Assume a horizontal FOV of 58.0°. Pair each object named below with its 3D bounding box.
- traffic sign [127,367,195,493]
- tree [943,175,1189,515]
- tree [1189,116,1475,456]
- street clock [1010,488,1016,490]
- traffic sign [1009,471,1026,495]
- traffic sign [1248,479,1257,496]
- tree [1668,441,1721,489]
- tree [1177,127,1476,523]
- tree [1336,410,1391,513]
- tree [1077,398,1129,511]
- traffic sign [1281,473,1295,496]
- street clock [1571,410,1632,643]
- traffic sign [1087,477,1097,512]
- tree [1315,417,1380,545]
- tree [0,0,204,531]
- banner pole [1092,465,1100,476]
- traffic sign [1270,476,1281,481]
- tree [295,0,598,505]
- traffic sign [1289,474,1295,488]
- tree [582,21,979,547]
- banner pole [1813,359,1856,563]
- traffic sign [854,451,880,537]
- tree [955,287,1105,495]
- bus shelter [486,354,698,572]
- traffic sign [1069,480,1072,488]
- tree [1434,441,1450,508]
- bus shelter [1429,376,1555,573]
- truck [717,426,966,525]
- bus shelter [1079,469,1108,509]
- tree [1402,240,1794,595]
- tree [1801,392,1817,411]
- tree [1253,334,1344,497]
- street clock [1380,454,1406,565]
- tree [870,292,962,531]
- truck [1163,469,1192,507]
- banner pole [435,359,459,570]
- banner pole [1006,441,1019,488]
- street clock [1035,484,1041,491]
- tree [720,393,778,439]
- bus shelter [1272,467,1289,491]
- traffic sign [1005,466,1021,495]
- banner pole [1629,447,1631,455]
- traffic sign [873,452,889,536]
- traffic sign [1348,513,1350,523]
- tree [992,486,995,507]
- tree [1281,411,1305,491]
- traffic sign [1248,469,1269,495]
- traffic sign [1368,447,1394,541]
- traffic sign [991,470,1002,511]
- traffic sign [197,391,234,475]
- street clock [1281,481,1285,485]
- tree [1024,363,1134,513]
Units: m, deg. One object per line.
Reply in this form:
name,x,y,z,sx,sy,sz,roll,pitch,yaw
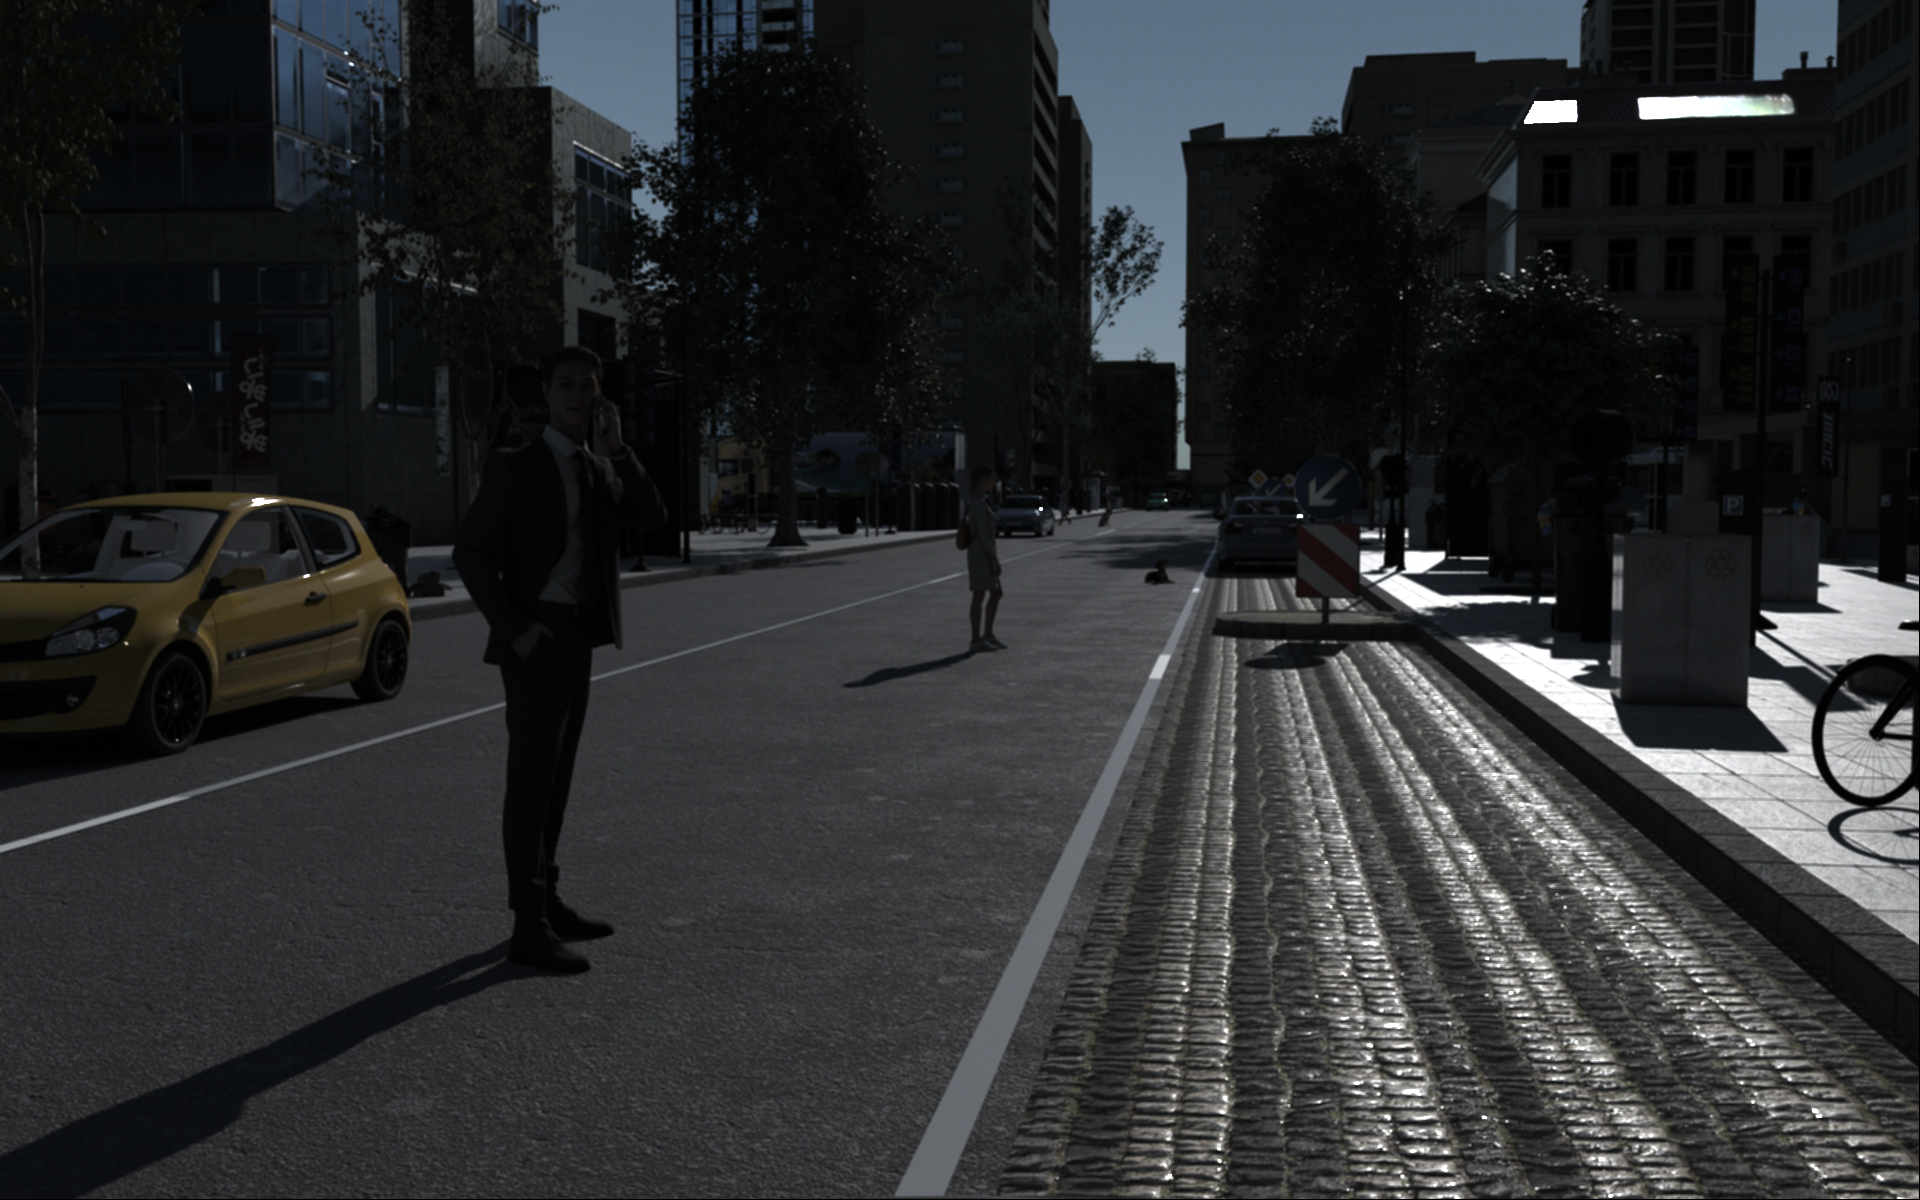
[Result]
traffic sign,-8.051,-1.060,17.435,0.768,2.556,0.104,1,4,12
tree,4.988,-15.218,104.701,12.611,20.169,13.585,0,3,0
tree,18.684,-14.012,84.993,12.611,20.169,13.585,0,3,0
street clock,3.811,-7.341,124.602,0.358,2.002,0.471,3,4,36
traffic sign,2.542,-4.474,76.784,0.795,2.450,0.064,1,4,9
traffic sign,12.850,-4.371,75.105,0.795,2.450,0.064,1,4,9
tree,22.812,-3.624,53.857,1.663,3.219,1.824,0,3,0
tree,11.743,-8.422,54.701,9.611,12.733,9.660,0,3,0
tree,26.412,-10.056,114.770,4.737,8.622,4.395,0,3,0
tree,10.527,-11.094,131.741,4.737,8.622,4.395,0,3,0
traffic sign,18.303,-5.836,96.604,0.795,2.450,0.064,1,4,18
street clock,5.524,-0.636,14.967,0.358,2.002,0.471,-2,4,-28
traffic sign,9.538,-7.696,125.932,0.768,2.556,0.104,1,4,17
tree,10.044,-3.019,43.961,1.663,3.219,1.824,0,3,0
tree,-8.243,-3.934,14.687,4.737,8.622,4.395,0,3,0
banner pole,11.830,-9.798,150.209,0.863,3.779,0.401,2,4,24
traffic sign,21.828,-7.336,120.056,0.768,2.556,0.104,1,4,10
tree,-6.835,-4.501,23.955,4.360,8.622,3.978,0,3,0
traffic sign,19.106,-6.044,99.999,0.795,2.450,0.064,1,4,16
tree,-4.352,-7.680,42.570,9.611,12.733,9.660,0,3,0
banner pole,16.287,-2.582,32.233,0.863,3.779,0.401,0,4,-7
traffic sign,-2.772,-3.146,51.539,0.768,2.556,0.104,1,4,10
tree,3.436,-9.906,87.720,9.928,11.665,9.643,0,3,0
bus shelter,-6.559,-2.467,31.619,1.731,3.624,6.357,1,4,9
traffic sign,7.972,-7.697,127.974,0.606,2.300,0.079,1,4,10
tree,17.351,-4.120,61.969,1.663,3.219,1.824,0,3,0
bus shelter,9.609,-2.434,31.084,1.731,3.624,6.357,1,4,9
truck,-5.490,-5.188,73.744,11.283,4.237,2.839,1,4,11
bus shelter,11.118,-9.183,144.069,2.014,3.302,5.546,1,4,9
tree,7.514,-2.381,22.639,4.285,4.588,4.351,0,3,0
tree,26.428,-4.353,54.879,4.285,4.588,4.351,0,3,0
tree,20.275,-10.988,105.414,9.928,11.665,9.643,0,3,0
street clock,7.781,-1.628,31.184,0.471,2.002,0.358,-3,4,-38
tree,-1.768,-6.663,59.299,4.360,8.622,3.978,0,3,0
truck,25.051,-12.833,198.735,2.839,4.237,11.283,1,4,11
banner pole,-8.761,-2.424,29.654,0.401,3.779,0.863,-3,5,-45
banner pole,2.536,-5.629,82.044,0.863,3.779,0.401,-3,4,-36
street clock,5.709,-7.488,127.002,0.471,2.002,0.358,0,4,-5
tree,-10.959,-8.649,91.769,4.737,8.622,4.395,0,3,0
bus shelter,25.310,-8.946,137.556,1.731,3.624,6.357,1,4,9
traffic sign,2.390,-4.842,79.276,0.768,2.556,0.104,1,4,17
banner pole,30.117,-5.404,78.373,0.863,3.779,0.401,-1,4,-21
traffic sign,-2.516,-3.202,52.466,0.768,2.556,0.104,1,4,13
traffic sign,10.650,-2.830,47.450,0.795,2.450,0.064,1,4,10
tree,2.776,-8.909,140.270,1.663,3.219,1.824,0,3,0
tree,25.146,-11.054,131.088,4.737,8.622,4.395,0,3,0
traffic sign,11.578,-3.889,67.222,0.795,2.450,0.064,1,4,9
traffic sign,11.442,-2.869,47.011,0.768,2.556,0.104,1,4,14
traffic sign,1.270,-3.991,68.901,0.795,2.450,0.064,1,4,9
traffic sign,-9.115,-1.303,21.411,0.768,2.556,0.104,1,4,16
street clock,17.599,-5.510,94.660,0.358,2.002,0.471,1,4,21
tree,8.605,-11.338,119.788,7.601,10.594,8.767,2,4,30
